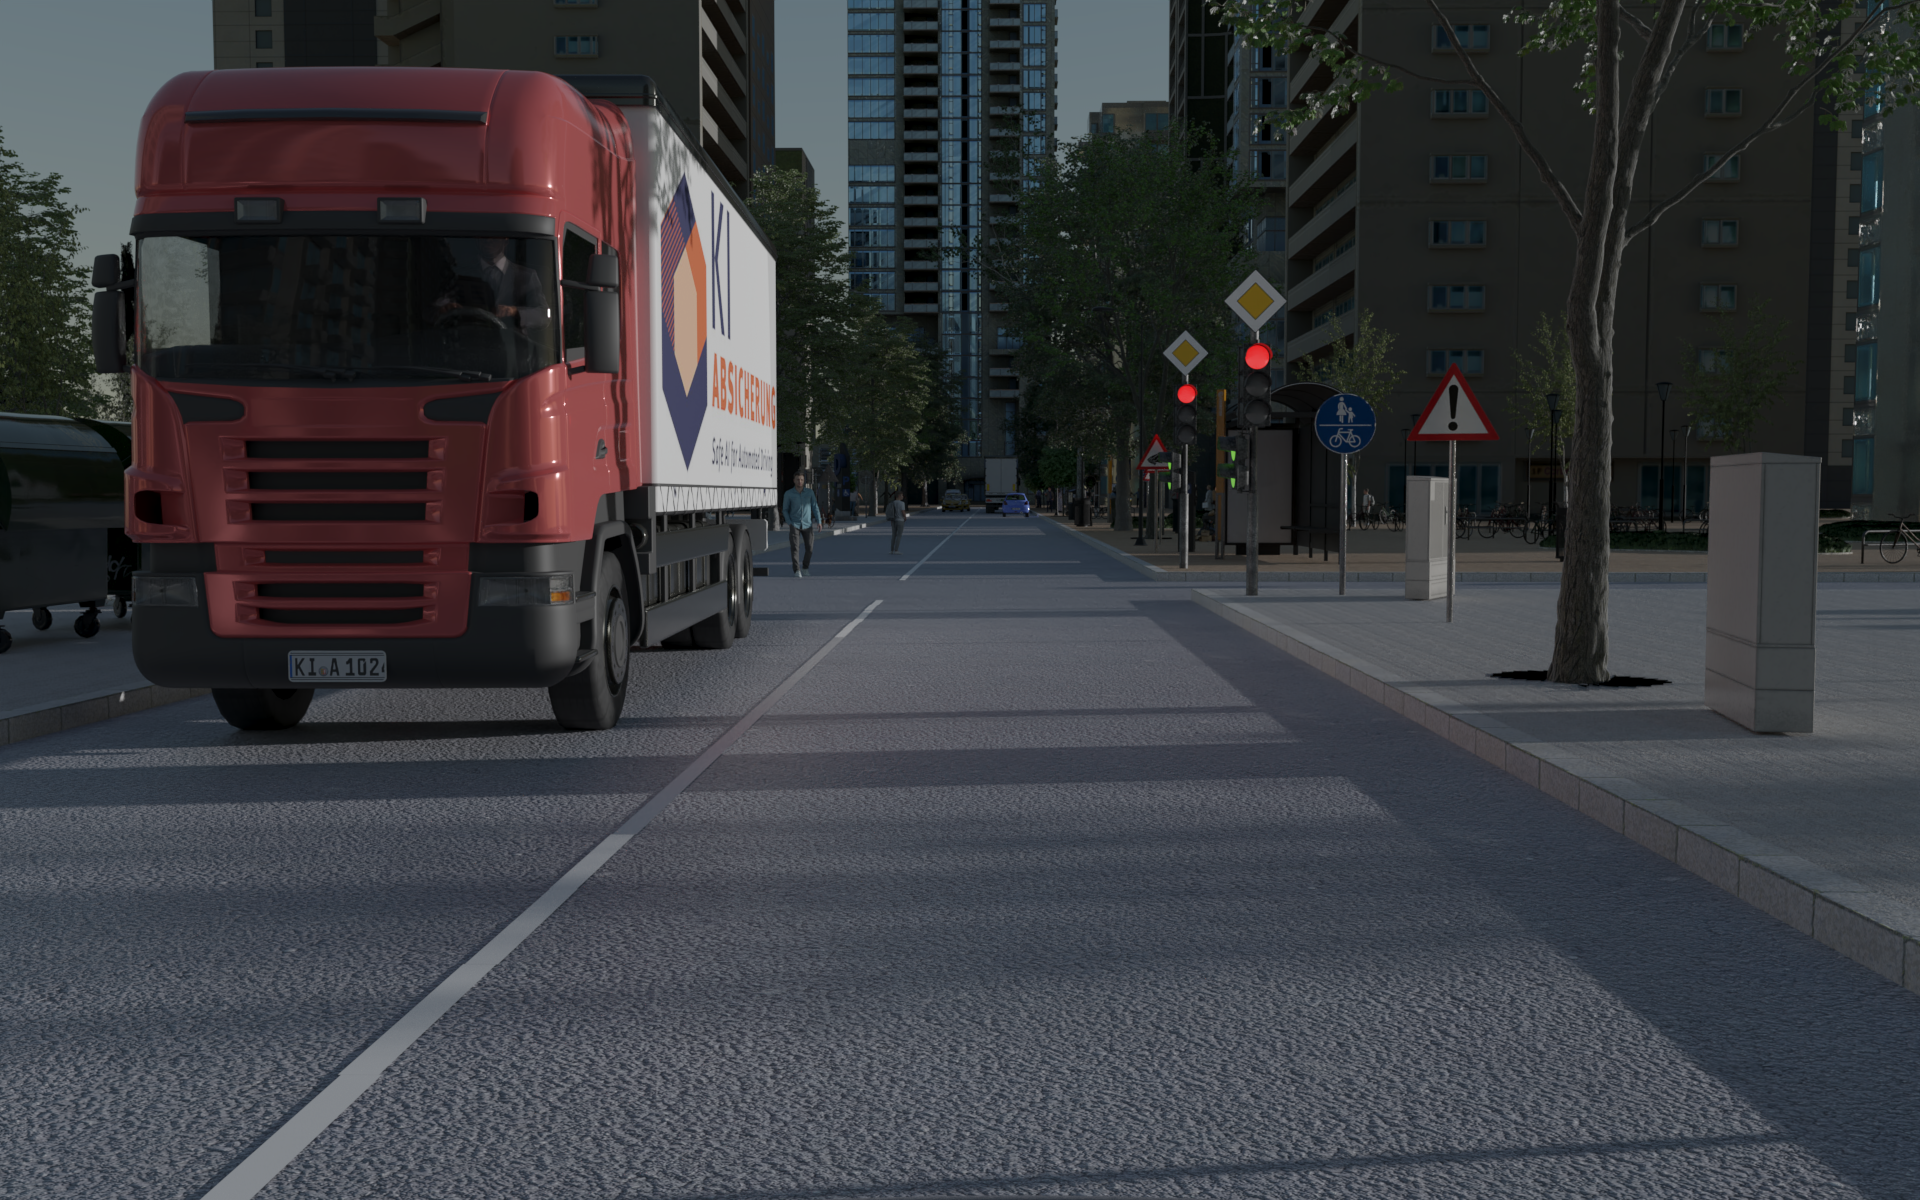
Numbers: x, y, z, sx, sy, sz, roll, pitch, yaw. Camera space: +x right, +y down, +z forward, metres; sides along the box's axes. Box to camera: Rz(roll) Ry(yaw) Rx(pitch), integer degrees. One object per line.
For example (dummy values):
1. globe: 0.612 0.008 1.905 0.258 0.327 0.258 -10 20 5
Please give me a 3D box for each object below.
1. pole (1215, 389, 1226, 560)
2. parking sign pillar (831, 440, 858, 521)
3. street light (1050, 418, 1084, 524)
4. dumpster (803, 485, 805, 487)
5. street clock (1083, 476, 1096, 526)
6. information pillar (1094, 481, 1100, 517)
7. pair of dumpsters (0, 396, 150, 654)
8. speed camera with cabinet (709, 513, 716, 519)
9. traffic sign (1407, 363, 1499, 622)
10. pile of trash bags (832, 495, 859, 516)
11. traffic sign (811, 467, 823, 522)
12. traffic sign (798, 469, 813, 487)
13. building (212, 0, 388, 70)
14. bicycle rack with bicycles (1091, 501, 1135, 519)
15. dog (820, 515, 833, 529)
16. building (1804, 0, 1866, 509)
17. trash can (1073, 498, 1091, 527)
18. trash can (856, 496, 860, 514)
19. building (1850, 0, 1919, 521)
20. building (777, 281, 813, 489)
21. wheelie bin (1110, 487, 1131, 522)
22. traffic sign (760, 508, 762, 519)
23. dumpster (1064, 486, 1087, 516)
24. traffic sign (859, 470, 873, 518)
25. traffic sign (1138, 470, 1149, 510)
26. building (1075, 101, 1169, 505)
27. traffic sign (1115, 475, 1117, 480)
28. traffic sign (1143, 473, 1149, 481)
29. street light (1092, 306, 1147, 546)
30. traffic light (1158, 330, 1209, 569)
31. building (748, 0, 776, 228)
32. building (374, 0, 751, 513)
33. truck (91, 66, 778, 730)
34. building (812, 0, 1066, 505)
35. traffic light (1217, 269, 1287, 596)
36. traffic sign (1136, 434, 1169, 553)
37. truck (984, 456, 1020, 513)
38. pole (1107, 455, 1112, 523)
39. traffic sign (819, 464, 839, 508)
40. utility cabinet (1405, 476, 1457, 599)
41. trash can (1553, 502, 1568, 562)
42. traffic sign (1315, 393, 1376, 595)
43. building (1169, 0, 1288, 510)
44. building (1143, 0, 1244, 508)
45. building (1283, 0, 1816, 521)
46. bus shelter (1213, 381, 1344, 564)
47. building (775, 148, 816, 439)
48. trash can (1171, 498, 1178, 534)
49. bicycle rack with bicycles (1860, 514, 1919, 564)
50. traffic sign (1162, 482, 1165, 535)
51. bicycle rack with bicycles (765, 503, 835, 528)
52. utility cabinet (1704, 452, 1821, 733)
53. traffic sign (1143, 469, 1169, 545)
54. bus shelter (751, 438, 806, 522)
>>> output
1. pole: 5.100 -2.450 33.894 0.158 3.312 0.155 0 3 0
2. parking sign pillar: -5.664 -5.806 83.403 1.447 3.967 1.447 -1 4 -20
3. street light: 4.640 -6.167 73.372 1.470 5.913 1.316 0 4 1
4. dumpster: -7.729 -4.528 79.788 1.264 1.857 1.865 0 4 1
5. street clock: 5.162 -3.935 68.910 0.471 2.002 0.358 -1 4 -12
6. information pillar: 7.636 -5.626 96.473 0.304 2.012 0.304 1 4 14
7. pair of dumpsters: -8.205 -0.814 15.803 1.574 2.255 4.437 0 4 1
8. speed camera with cabinet: -7.618 -3.512 51.752 0.660 3.252 2.038 2 4 28
9. traffic sign: 4.900 -1.056 17.265 0.884 2.594 0.081 1 4 10
10. pile of trash bags: -6.958 -5.564 100.723 1.912 1.369 3.447 -1 4 -9
11. traffic sign: -6.689 -4.912 80.419 0.768 2.556 0.104 1 4 11
12. traffic sign: -6.305 -4.195 70.720 0.606 2.300 0.079 0 4 6
13. building: -53.926 -44.115 159.535 20.611 71.187 20.563 0 4 1
14. bicycle rack with bicycles: 7.736 -4.639 89.229 2.852 0.926 2.925 -2 4 -35
15. dog: -4.996 -2.918 64.543 0.406 0.507 0.540 1 4 9
16. building: 70.863 -43.976 157.265 20.611 71.187 20.563 0 4 1
17. trash can: 4.787 -3.443 67.954 0.748 1.137 0.748 0 3 0
18. trash can: -6.366 -5.658 104.159 0.748 1.137 0.748 0 3 0
19. building: 46.076 -26.547 53.645 30.456 49.044 23.786 0 4 1
20. building: -29.253 -19.074 156.895 28.899 21.520 27.650 0 4 1
21. wheelie bin: 6.736 -3.984 73.051 0.980 1.594 0.693 -2 4 -33
22. traffic sign: -7.962 -4.230 69.168 0.884 2.594 0.081 1 4 10
23. dumpster: 6.867 -5.932 102.746 1.264 1.857 1.865 0 4 1
24. traffic sign: -4.994 -5.628 92.125 0.768 2.556 0.104 0 4 7
25. traffic sign: 7.718 -4.349 71.220 0.768 2.556 0.104 0 4 3
26. building: 29.333 -36.148 210.632 30.456 49.044 23.786 0 4 1
27. traffic sign: 9.372 -6.121 100.183 0.768 2.556 0.104 1 4 10
28. traffic sign: 7.635 -4.183 68.396 0.884 2.594 0.081 1 4 8
29. street light: 3.964 -4.311 43.025 1.470 5.913 1.316 0 4 1
30. traffic light: 3.842 -2.500 29.789 0.839 4.253 0.868 0 4 1
31. building: -22.150 -29.666 135.147 14.600 45.320 14.200 0 4 1
32. building: -26.283 -30.130 116.326 21.300 48.544 21.600 0 4 1
33. truck: -3.264 -1.529 13.910 2.839 4.237 11.283 0 3 0
34. building: -1.409 -54.829 209.120 31.000 86.520 22.319 0 4 1
35. traffic light: 3.676 -2.011 21.806 0.839 4.253 0.868 0 4 1
36. traffic sign: 4.265 -2.303 37.660 0.884 2.594 0.081 0 4 5
37. truck: 3.176 -8.726 131.576 2.839 4.237 11.283 0 4 2
38. pole: 6.671 -5.094 77.132 0.158 3.312 0.155 0 3 0
39. traffic sign: -5.692 -4.583 74.941 0.884 2.594 0.081 1 4 9
40. utility cabinet: 5.798 -0.770 21.269 0.318 1.500 1.173 2 4 30
41. trash can: 11.615 -1.295 32.821 0.748 1.137 0.748 0 3 0
42. traffic sign: 4.867 -1.337 21.972 0.768 2.556 0.104 0 4 2
43. building: 28.829 -50.046 130.928 22.319 86.520 31.000 0 4 1
44. building: 27.937 -43.971 157.177 20.563 71.187 20.611 0 4 1
45. building: 29.629 -28.582 91.024 21.300 48.544 21.600 0 4 1
46. bus shelter: 6.286 -2.444 33.879 2.014 3.302 5.546 0 4 1
47. building: -24.867 -32.045 207.525 14.086 41.232 14.154 0 4 1
48. trash can: 7.221 -2.732 56.327 0.748 1.137 0.748 0 3 0
49. bicycle rack with bicycles: 17.973 -1.099 31.358 2.925 0.926 2.852 -1 4 -23
50. traffic sign: 6.331 -3.291 53.908 0.768 2.556 0.104 0 4 3
51. bicycle rack with bicycles: -6.370 -3.295 67.260 2.852 0.926 2.925 -1 4 -22
52. utility cabinet: 4.487 -0.062 9.701 0.318 1.500 1.173 1 4 11
53. traffic sign: 5.089 -2.685 43.902 0.884 2.594 0.081 1 4 8
54. bus shelter: -7.763 -5.105 74.752 1.731 3.624 6.357 0 4 1
